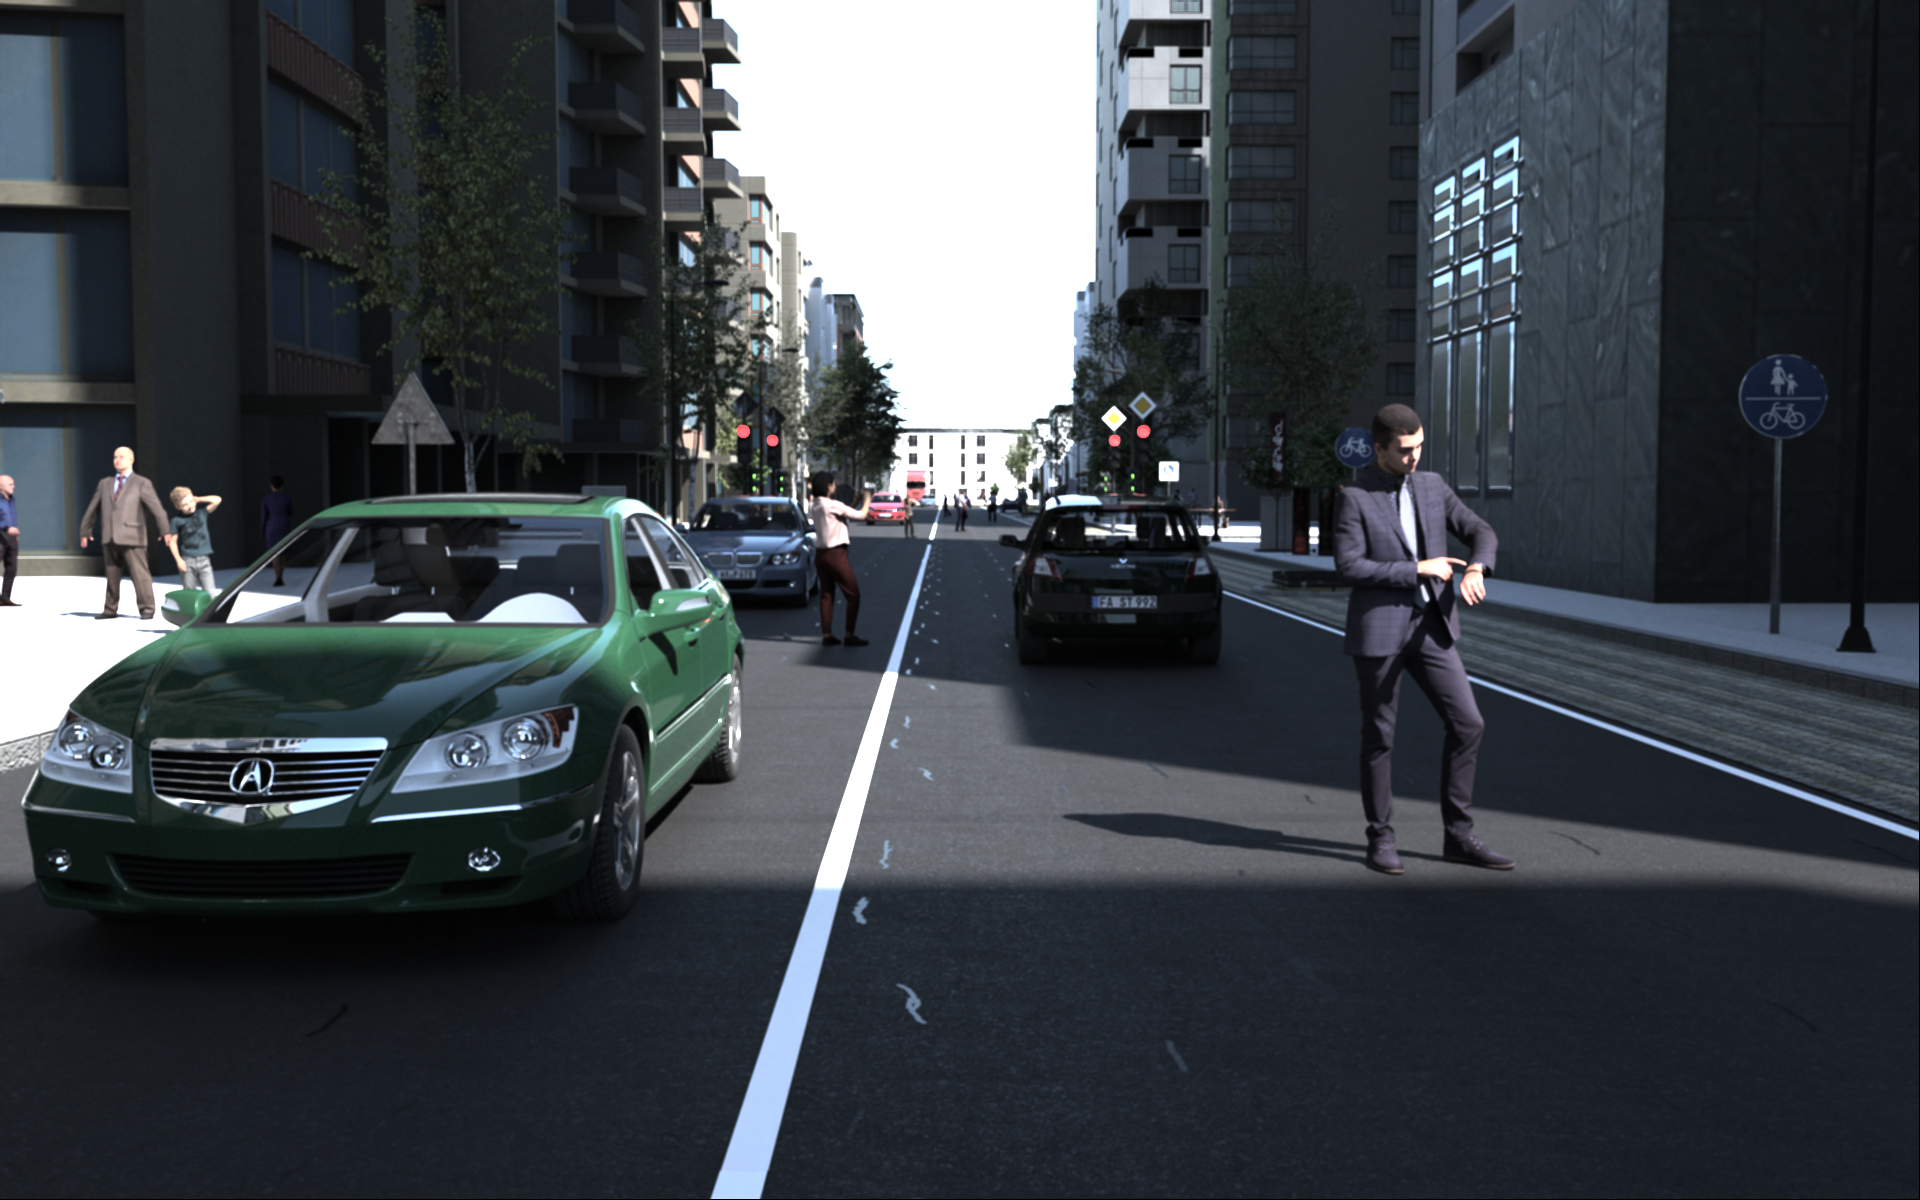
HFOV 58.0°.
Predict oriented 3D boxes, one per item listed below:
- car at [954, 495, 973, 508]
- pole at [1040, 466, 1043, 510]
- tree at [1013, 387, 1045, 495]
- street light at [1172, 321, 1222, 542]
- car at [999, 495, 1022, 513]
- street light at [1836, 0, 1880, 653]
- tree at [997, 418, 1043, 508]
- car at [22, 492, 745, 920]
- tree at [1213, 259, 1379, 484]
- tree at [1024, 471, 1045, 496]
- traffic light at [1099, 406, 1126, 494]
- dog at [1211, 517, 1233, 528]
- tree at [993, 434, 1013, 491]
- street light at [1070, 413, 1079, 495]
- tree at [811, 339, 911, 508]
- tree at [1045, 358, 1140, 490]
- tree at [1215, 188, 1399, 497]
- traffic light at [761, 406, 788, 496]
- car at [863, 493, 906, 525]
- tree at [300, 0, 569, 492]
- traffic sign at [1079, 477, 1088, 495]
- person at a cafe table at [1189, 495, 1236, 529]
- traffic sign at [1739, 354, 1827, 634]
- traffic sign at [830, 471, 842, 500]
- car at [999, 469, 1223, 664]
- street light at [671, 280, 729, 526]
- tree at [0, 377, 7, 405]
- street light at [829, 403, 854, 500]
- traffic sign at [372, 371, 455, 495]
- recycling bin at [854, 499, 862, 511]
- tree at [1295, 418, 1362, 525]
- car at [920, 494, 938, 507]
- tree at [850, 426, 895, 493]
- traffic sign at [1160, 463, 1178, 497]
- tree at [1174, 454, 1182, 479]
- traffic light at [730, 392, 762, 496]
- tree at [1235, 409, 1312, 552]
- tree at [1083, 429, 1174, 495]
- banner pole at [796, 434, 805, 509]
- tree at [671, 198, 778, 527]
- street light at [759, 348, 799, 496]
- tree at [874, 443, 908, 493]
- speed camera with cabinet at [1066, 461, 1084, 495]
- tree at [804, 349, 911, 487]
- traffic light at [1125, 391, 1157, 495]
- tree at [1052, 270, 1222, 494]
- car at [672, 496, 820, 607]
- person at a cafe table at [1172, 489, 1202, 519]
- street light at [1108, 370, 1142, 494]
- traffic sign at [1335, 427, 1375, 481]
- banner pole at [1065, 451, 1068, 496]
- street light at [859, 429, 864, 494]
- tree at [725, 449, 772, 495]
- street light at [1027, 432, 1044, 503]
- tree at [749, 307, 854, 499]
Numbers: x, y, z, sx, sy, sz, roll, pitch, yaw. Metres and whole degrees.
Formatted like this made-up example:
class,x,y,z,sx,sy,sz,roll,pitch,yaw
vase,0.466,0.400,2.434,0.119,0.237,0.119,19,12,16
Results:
class,x,y,z,sx,sy,sz,roll,pitch,yaw
car,0.312,-10.017,176.357,1.945,1.354,3.894,0,4,1
pole,6.011,-8.179,127.567,0.158,3.312,0.155,0,3,0
tree,6.338,-10.055,114.767,4.360,8.622,3.978,0,3,0
street light,6.383,-4.534,46.669,1.470,5.913,1.316,0,4,-1
car,4.021,-7.441,134.246,1.945,1.354,3.894,0,4,-2
street light,6.789,-2.535,13.987,1.470,5.913,1.316,0,4,-1
tree,5.885,-13.011,163.088,4.737,8.622,4.395,0,3,0
car,-2.024,0.273,7.339,2.131,1.459,4.920,0,3,0
tree,14.915,-9.273,77.365,9.928,11.665,9.643,0,3,0
tree,6.463,-9.301,146.667,1.663,3.219,1.824,0,3,0
traffic light,4.892,-4.065,55.376,0.839,4.253,0.868,0,4,-1
dog,9.878,-2.908,65.286,0.550,0.427,0.748,-3,5,-44
tree,5.723,-13.766,175.428,4.360,8.622,3.978,0,3,0
street light,6.121,-7.640,97.457,1.470,5.913,1.316,0,4,-1
tree,-7.448,-12.805,127.482,7.486,12.596,7.792,0,3,0
tree,7.719,-8.768,93.725,4.360,8.622,3.978,0,3,0
tree,8.493,-5.639,42.557,4.360,8.622,3.978,0,3,0
traffic light,-5.929,-4.058,55.262,0.839,4.253,0.868,0,4,-1
car,-3.389,-4.369,80.474,2.155,1.783,4.494,0,3,0
tree,-7.371,-4.605,25.655,4.737,8.622,4.395,0,3,0
traffic sign,7.099,-6.011,100.411,0.606,2.300,0.079,0,4,1
person at a cafe table,9.301,-3.233,63.728,1.698,1.238,1.726,2,4,32
traffic sign,7.496,-0.964,15.862,0.768,2.556,0.104,0,4,6
traffic sign,-6.754,-5.721,93.645,0.768,2.556,0.104,0,4,6
car,1.367,-0.381,16.008,2.009,1.686,4.222,0,4,1
street light,-5.697,-3.983,37.671,1.470,5.913,1.316,0,4,-1
tree,-6.347,-3.548,8.376,4.360,8.622,3.978,0,3,0
street light,-6.091,-7.061,87.991,1.470,5.913,1.316,0,4,-1
traffic sign,-5.812,-1.126,18.407,0.884,2.594,0.081,0,4,1
recycling bin,-6.960,-6.255,114.829,0.722,1.027,0.722,-1,4,-19
tree,14.823,-5.362,71.388,4.285,4.588,4.351,0,3,0
car,-3.371,-10.714,187.169,2.014,1.417,4.499,0,4,-1
tree,-7.444,-12.313,151.673,4.737,8.622,4.395,0,3,0
traffic sign,6.694,-3.272,55.619,0.606,2.300,0.079,0,4,4
tree,11.090,-7.111,99.980,4.285,4.588,4.351,0,3,0
traffic light,-5.856,-3.569,47.278,0.839,4.253,0.868,0,4,-1
tree,7.189,-2.695,38.669,1.663,3.219,1.824,0,3,0
tree,7.523,-6.198,85.044,4.285,4.588,4.351,0,3,0
banner pole,-6.647,-5.032,72.293,0.401,3.779,0.863,1,4,23
tree,-6.774,-5.726,43.985,4.737,8.622,4.395,0,3,0
street light,-5.820,-5.062,55.308,1.470,5.913,1.316,0,4,-1
tree,-7.517,-14.252,183.390,4.360,8.622,3.978,0,3,0
speed camera with cabinet,6.788,-6.627,102.691,0.660,3.252,2.038,-1,4,-12
tree,-6.619,-10.810,111.154,7.601,10.594,8.767,0,4,-2
traffic light,4.964,-3.576,47.391,0.839,4.253,0.868,0,4,-1
tree,7.348,-8.410,71.915,7.601,10.594,8.767,0,4,2
car,-2.836,-0.702,23.479,2.014,1.417,4.499,0,4,-2
person at a cafe table,11.194,-4.862,88.011,1.698,1.524,1.622,2,4,30
street light,6.224,-5.641,64.772,1.470,5.913,1.316,0,4,-1
traffic sign,7.528,-2.014,33.040,0.768,2.556,0.104,0,4,3
banner pole,6.219,-6.790,101.037,0.401,3.779,0.863,-1,4,-9
street light,-6.468,-9.060,120.673,1.470,5.913,1.316,0,4,-1
tree,-7.773,-4.168,62.754,1.663,3.219,1.824,0,3,0
street light,5.710,-9.653,130.368,1.470,5.913,1.316,0,4,-1
tree,-6.459,-7.209,68.235,4.360,8.622,3.978,0,3,0
